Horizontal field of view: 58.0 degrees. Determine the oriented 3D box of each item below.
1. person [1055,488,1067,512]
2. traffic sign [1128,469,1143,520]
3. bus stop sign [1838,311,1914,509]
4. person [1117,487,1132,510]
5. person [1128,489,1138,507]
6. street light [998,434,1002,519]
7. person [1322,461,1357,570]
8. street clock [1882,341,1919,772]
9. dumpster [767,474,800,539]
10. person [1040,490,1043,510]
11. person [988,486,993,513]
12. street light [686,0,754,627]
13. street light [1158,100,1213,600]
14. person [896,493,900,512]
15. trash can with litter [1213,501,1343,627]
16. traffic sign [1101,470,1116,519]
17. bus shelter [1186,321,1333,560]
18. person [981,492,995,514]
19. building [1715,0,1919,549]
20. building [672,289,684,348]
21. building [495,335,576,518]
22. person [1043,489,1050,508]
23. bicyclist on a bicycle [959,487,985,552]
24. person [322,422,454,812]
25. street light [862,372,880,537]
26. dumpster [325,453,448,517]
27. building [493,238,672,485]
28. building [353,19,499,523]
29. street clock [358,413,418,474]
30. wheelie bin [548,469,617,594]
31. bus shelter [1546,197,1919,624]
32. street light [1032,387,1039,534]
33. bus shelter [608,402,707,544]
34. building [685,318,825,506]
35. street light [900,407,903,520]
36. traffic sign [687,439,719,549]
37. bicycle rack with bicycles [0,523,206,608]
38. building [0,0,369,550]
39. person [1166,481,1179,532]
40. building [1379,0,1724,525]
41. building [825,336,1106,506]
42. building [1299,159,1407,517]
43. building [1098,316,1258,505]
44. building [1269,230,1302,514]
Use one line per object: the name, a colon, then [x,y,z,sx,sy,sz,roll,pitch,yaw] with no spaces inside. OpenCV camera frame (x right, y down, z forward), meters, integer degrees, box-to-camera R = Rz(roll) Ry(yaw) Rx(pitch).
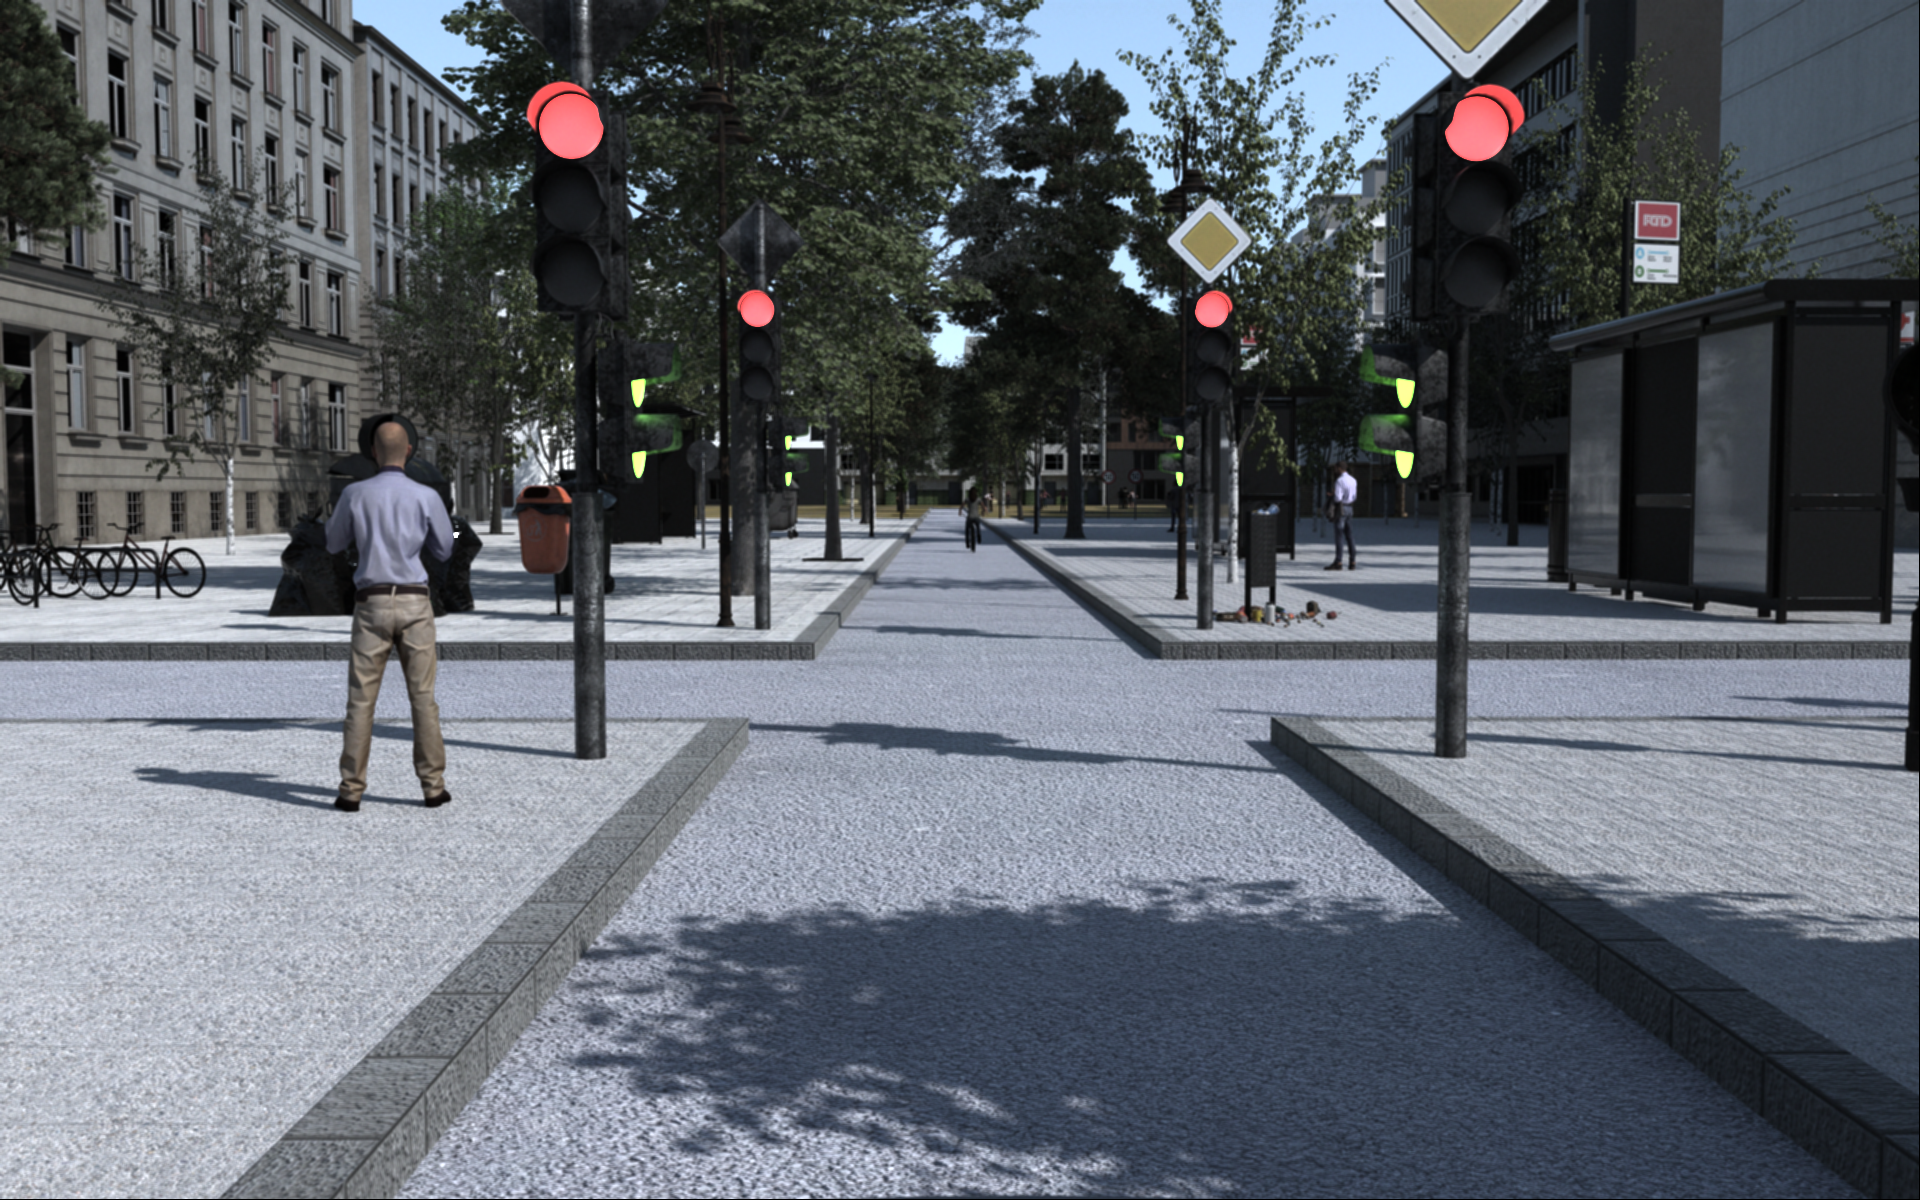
person: [7.418,-7.201,124.499,1.217,1.743,0.721,0,4,1]
traffic sign: [8.789,-5.300,86.764,0.768,2.556,0.104,0,4,0]
bus stop sign: [11.641,-2.042,22.096,0.855,3.939,0.416,1,4,18]
person: [13.346,-8.229,140.211,1.348,1.869,0.705,-1,4,-15]
person: [16.833,-9.897,168.561,1.217,1.736,0.721,-2,4,-33]
street light: [2.100,-7.207,90.625,0.468,5.910,1.993,0,4,-1]
person: [6.365,-1.427,29.247,0.709,1.838,0.599,-3,5,-43]
street clock: [4.507,-0.209,7.989,0.471,2.002,0.358,1,4,22]
dumpster: [-5.336,-2.707,50.025,1.264,1.857,1.865,0,4,0]
person: [6.497,-8.069,139.448,0.415,1.643,0.593,-1,4,-9]
person: [2.100,-6.966,119.568,0.705,1.869,1.348,0,4,7]
street light: [-2.280,-2.684,16.674,0.468,5.910,1.993,0,4,-1]
street light: [2.697,-2.943,20.910,0.468,5.910,1.993,0,4,-1]
person: [-4.426,-7.073,122.402,0.721,1.735,1.217,0,4,0]
trash can with litter: [3.385,-0.414,17.826,1.678,1.210,2.233,3,5,39]
traffic sign: [7.731,-5.508,90.160,0.768,2.556,0.104,0,4,1]
bus shelter: [6.170,-3.687,37.907,2.179,5.291,8.768,0,4,0]
person: [1.722,-6.096,108.902,0.799,1.438,0.628,-3,5,-41]
building: [43.896,-16.319,43.236,44.131,29.872,17.030,0,4,-1]
building: [-28.619,-17.394,140.813,11.380,20.091,16.016,0,4,-1]
building: [-26.846,-10.007,105.767,9.099,9.664,28.070,0,4,-1]
person: [8.066,-9.673,164.920,1.217,1.743,0.721,1,4,10]
bicyclist on a bicycle: [0.313,-2.004,42.793,1.499,1.676,1.625,0,4,-2]
person: [-2.338,0.062,7.093,0.516,1.574,0.319,-1,4,-12]
street light: [-2.661,-4.845,51.999,0.468,5.910,1.993,0,4,-1]
dumpster: [-8.279,-1.180,25.044,1.264,1.857,1.865,0,4,0]
building: [-30.002,-16.440,125.207,16.016,20.091,11.380,0,4,-1]
building: [-26.642,-13.712,73.339,9.793,20.994,18.267,0,4,-1]
street clock: [-5.157,-0.679,15.670,0.471,2.002,0.358,-3,5,-43]
wheelie bin: [-4.839,-0.875,22.217,0.980,1.594,0.693,1,4,20]
bus shelter: [8.822,-2.665,21.201,2.179,5.291,8.768,0,4,-1]
street light: [2.452,-5.079,55.822,0.468,5.910,1.993,0,4,-1]
bus shelter: [-8.154,-3.419,47.184,1.731,3.624,6.357,0,4,0]
building: [-31.578,-22.234,207.493,32.646,21.610,27.936,0,4,-1]
street light: [-2.955,-6.986,87.007,0.468,5.910,1.993,0,4,-1]
traffic sign: [-5.992,-2.464,40.385,0.768,2.556,0.104,0,4,2]
bicycle rack with bicycles: [-11.037,-0.455,20.815,2.925,0.926,2.852,1,4,21]
building: [-29.174,-13.202,49.138,16.112,22.955,30.059,0,4,-1]
person: [7.281,-3.170,58.691,0.655,1.722,0.431,-2,4,-24]
building: [29.226,-15.743,76.466,14.314,24.678,30.058,0,4,-1]
building: [0.538,-20.539,202.271,31.486,18.905,16.747,0,4,-1]
building: [29.678,-15.122,103.658,16.016,20.091,11.380,0,4,-1]
building: [33.069,-22.307,208.698,32.646,21.610,27.936,0,4,-1]
building: [28.869,-15.816,115.010,16.016,20.091,11.380,0,4,-1]
